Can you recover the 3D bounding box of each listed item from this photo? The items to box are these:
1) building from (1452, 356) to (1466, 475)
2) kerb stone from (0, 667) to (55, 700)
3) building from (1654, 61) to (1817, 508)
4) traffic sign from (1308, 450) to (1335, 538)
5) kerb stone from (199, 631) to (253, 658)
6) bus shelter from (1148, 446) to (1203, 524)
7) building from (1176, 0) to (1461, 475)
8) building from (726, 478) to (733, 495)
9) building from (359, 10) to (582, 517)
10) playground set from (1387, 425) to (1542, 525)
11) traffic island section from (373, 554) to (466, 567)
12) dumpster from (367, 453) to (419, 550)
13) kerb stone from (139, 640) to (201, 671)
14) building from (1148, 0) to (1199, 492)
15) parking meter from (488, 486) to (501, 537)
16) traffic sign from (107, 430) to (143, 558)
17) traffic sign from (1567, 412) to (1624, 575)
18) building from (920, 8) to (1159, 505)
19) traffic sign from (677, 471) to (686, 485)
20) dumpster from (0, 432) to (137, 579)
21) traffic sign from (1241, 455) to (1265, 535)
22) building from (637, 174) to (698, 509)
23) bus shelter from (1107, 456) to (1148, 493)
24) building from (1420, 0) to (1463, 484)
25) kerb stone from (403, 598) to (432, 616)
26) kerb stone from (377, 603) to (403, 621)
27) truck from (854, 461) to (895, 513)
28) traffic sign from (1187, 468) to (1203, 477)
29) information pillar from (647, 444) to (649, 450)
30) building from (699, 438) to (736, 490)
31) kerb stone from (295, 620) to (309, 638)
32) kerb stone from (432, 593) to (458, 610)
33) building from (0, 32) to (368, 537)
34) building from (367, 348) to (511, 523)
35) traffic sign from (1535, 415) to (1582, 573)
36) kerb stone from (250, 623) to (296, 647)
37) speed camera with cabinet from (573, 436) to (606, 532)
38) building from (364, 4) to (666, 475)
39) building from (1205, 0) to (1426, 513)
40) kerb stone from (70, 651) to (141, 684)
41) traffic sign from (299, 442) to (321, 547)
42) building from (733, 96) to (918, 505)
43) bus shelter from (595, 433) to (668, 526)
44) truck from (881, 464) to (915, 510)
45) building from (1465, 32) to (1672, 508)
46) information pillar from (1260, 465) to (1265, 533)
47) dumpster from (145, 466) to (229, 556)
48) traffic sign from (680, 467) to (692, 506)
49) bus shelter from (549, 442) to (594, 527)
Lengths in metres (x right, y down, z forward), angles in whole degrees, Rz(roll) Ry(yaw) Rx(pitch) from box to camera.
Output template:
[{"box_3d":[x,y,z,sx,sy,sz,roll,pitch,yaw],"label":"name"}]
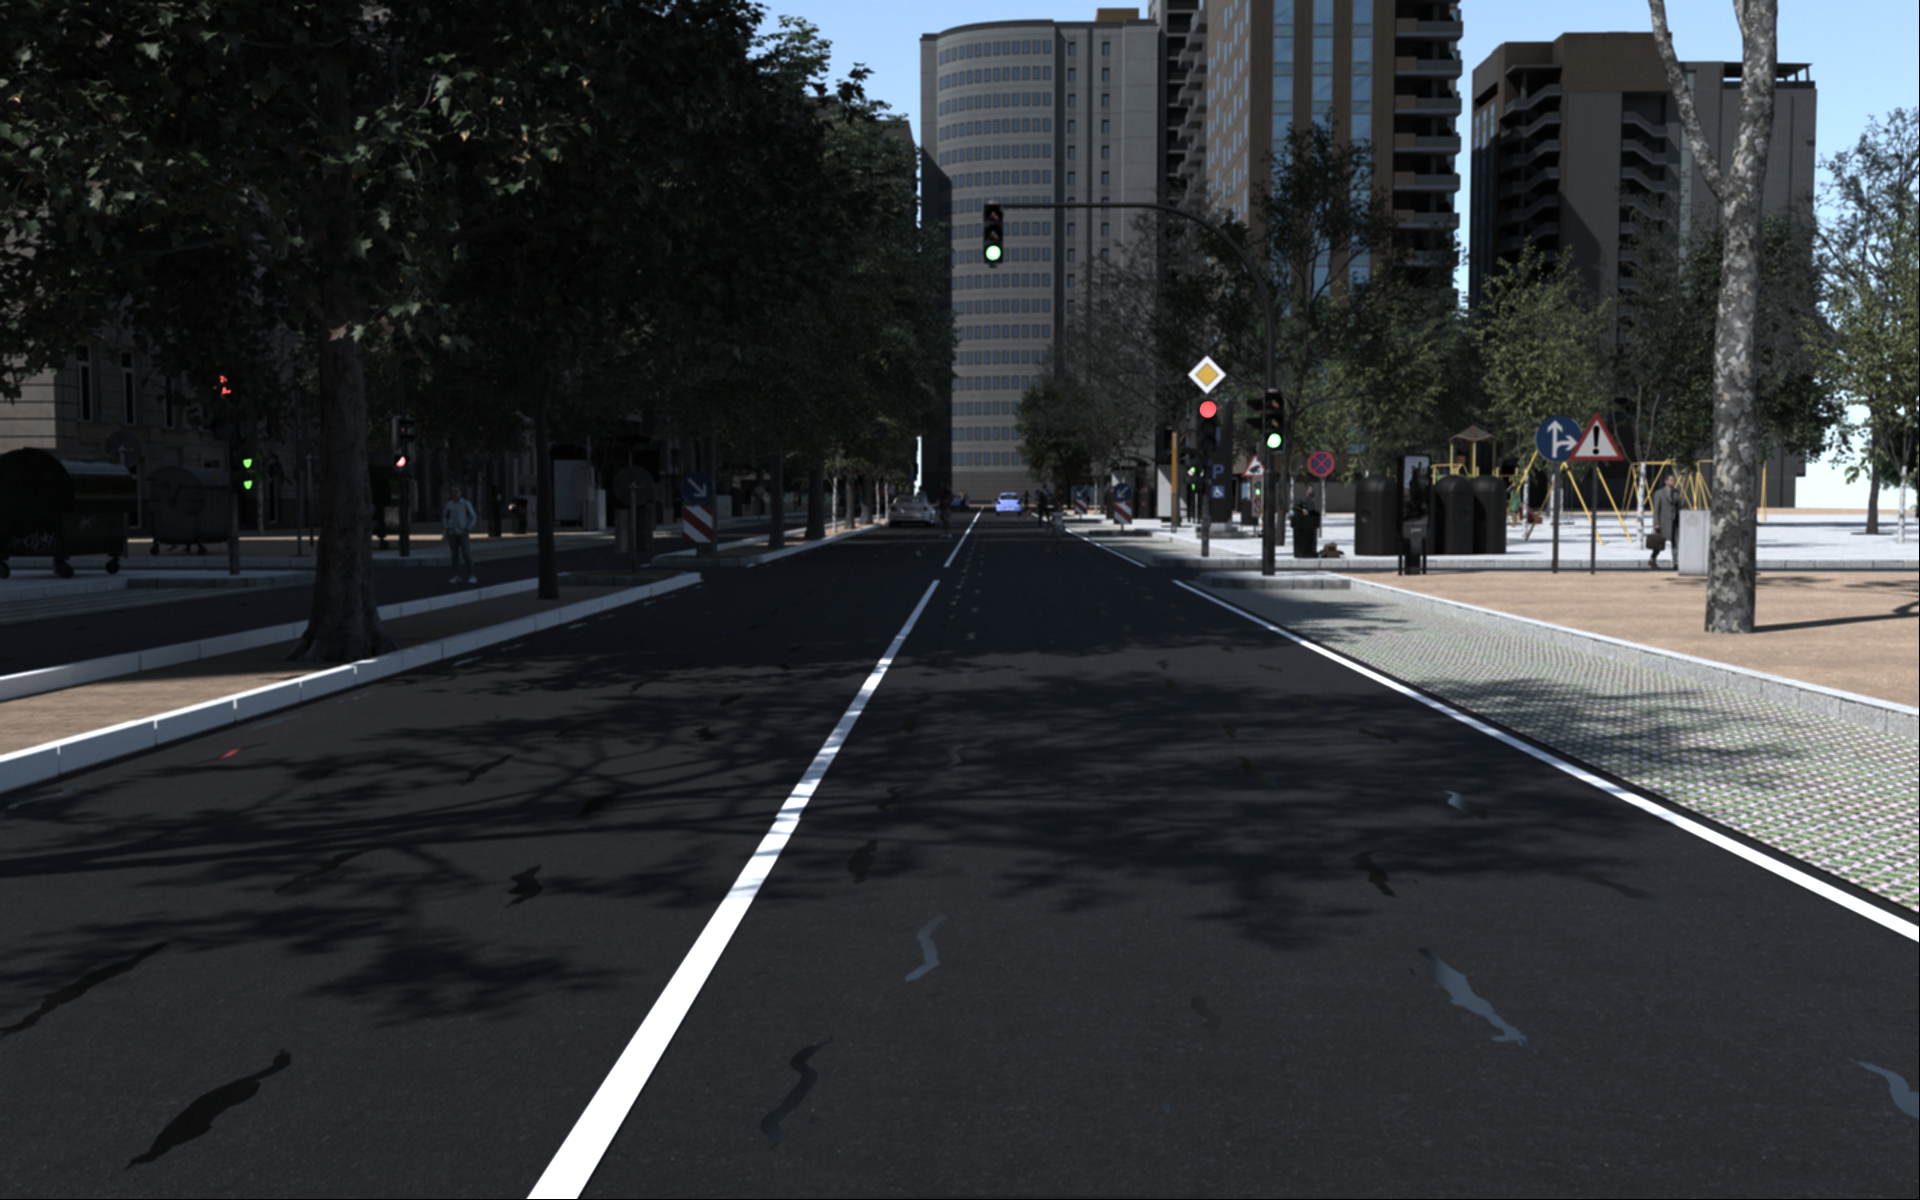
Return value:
[{"box_3d":[59.334,-22.821,218.155,28.899,21.520,27.650,0,4,1],"label":"building"},{"box_3d":[-6.673,0.600,12.393,0.120,0.150,1.000,0,4,1],"label":"kerb stone"},{"box_3d":[72.133,-29.590,167.386,14.086,41.232,14.154,0,4,1],"label":"building"},{"box_3d":[10.531,-3.086,50.564,0.768,2.556,0.104,0,4,6],"label":"traffic sign"},{"box_3d":[-6.617,0.413,15.472,0.120,0.150,1.000,0,4,1],"label":"kerb stone"},{"box_3d":[9.601,-5.000,75.679,2.014,3.302,5.546,0,4,1],"label":"bus shelter"},{"box_3d":[31.817,-32.955,158.424,23.786,49.044,30.456,0,4,1],"label":"building"},{"box_3d":[-38.983,-32.367,221.087,23.993,40.220,32.217,0,4,1],"label":"building"},{"box_3d":[-30.437,-19.260,100.799,13.634,28.700,20.117,0,4,1],"label":"building"},{"box_3d":[21.449,-5.250,72.617,5.637,4.214,5.302,-2,4,-33],"label":"playground set"},{"box_3d":[-11.425,-0.813,35.569,2.009,0.180,2.903,0,4,1],"label":"traffic island section"},{"box_3d":[-13.690,-2.320,40.422,1.502,2.255,1.985,0,4,1],"label":"dumpster"},{"box_3d":[-6.640,0.475,14.447,0.120,0.150,1.000,0,4,1],"label":"kerb stone"},{"box_3d":[33.967,-47.350,212.418,20.611,71.187,20.563,0,4,1],"label":"building"},{"box_3d":[-13.826,-2.632,51.440,0.372,1.533,0.369,0,3,0],"label":"parking meter"},{"box_3d":[-16.639,-2.102,34.468,0.768,2.556,0.104,0,4,3],"label":"traffic sign"},{"box_3d":[10.097,-1.686,27.566,0.884,2.594,0.081,0,4,5],"label":"traffic sign"},{"box_3d":[9.315,-41.132,214.505,28.212,58.520,21.231,0,4,1],"label":"building"},{"box_3d":[-15.423,-5.940,97.115,0.884,2.594,0.081,0,4,6],"label":"traffic sign"},{"box_3d":[-14.016,-1.495,26.943,1.502,2.255,1.985,0,4,1],"label":"dumpster"},{"box_3d":[9.148,-3.283,53.676,0.884,2.594,0.081,0,4,6],"label":"traffic sign"},{"box_3d":[-30.079,-28.241,145.338,14.154,41.232,14.086,0,4,1],"label":"building"},{"box_3d":[9.155,-6.143,94.359,2.014,3.302,5.546,0,4,1],"label":"bus shelter"},{"box_3d":[26.243,-28.864,122.030,14.600,45.320,14.200,0,4,1],"label":"building"},{"box_3d":[-6.532,0.101,20.598,0.120,0.150,1.000,0,4,1],"label":"kerb stone"},{"box_3d":[-6.556,0.160,19.576,0.120,0.150,1.000,0,4,1],"label":"kerb stone"},{"box_3d":[-6.580,-8.983,135.787,2.839,4.237,11.283,0,4,1],"label":"truck"},{"box_3d":[9.962,-4.469,72.796,0.795,2.593,0.064,0,4,2],"label":"traffic sign"},{"box_3d":[-14.696,-5.524,81.668,0.183,3.616,0.504,-1,4,-11],"label":"information pillar"},{"box_3d":[-29.441,-24.312,169.209,14.107,30.474,14.160,0,4,1],"label":"building"},{"box_3d":[-6.592,0.289,17.521,0.120,0.150,1.000,0,4,1],"label":"kerb stone"},{"box_3d":[-6.514,0.040,21.631,0.120,0.150,1.000,0,4,1],"label":"kerb stone"},{"box_3d":[-30.428,-16.037,59.474,12.463,27.353,25.104,0,4,1],"label":"building"},{"box_3d":[-28.517,-14.232,81.841,9.793,20.994,18.267,0,4,1],"label":"building"},{"box_3d":[9.650,-1.706,28.003,0.768,2.556,0.104,0,4,2],"label":"traffic sign"},{"box_3d":[-6.608,0.349,16.494,0.120,0.150,1.000,0,4,1],"label":"kerb stone"},{"box_3d":[-12.750,-3.990,59.574,0.660,3.252,2.038,0,4,4],"label":"speed camera with cabinet"},{"box_3d":[-37.178,-32.709,124.029,28.713,52.752,27.495,0,4,1],"label":"building"},{"box_3d":[27.123,-29.738,136.332,14.600,45.320,14.200,0,4,1],"label":"building"},{"box_3d":[-6.669,0.537,13.418,0.120,0.150,1.000,0,4,1],"label":"kerb stone"},{"box_3d":[-15.809,-2.572,42.161,0.768,2.556,0.104,0,4,7],"label":"traffic sign"},{"box_3d":[-16.291,-36.155,214.830,21.600,48.544,21.300,0,4,1],"label":"building"},{"box_3d":[-13.259,-4.830,70.247,1.731,3.624,6.357,0,4,1],"label":"bus shelter"},{"box_3d":[-5.867,-10.493,160.474,2.839,4.237,11.283,0,4,3],"label":"truck"},{"box_3d":[57.905,-31.579,166.425,14.200,45.320,14.600,0,4,1],"label":"building"},{"box_3d":[10.193,-4.041,57.418,0.504,3.616,0.183,-3,5,-42],"label":"information pillar"},{"box_3d":[-16.292,-1.896,36.762,1.264,1.857,1.865,0,4,1],"label":"dumpster"},{"box_3d":[-12.978,-5.071,82.913,0.884,2.594,0.081,0,4,2],"label":"traffic sign"},{"box_3d":[-15.301,-4.691,70.621,2.014,3.302,5.546,0,4,1],"label":"bus shelter"}]
